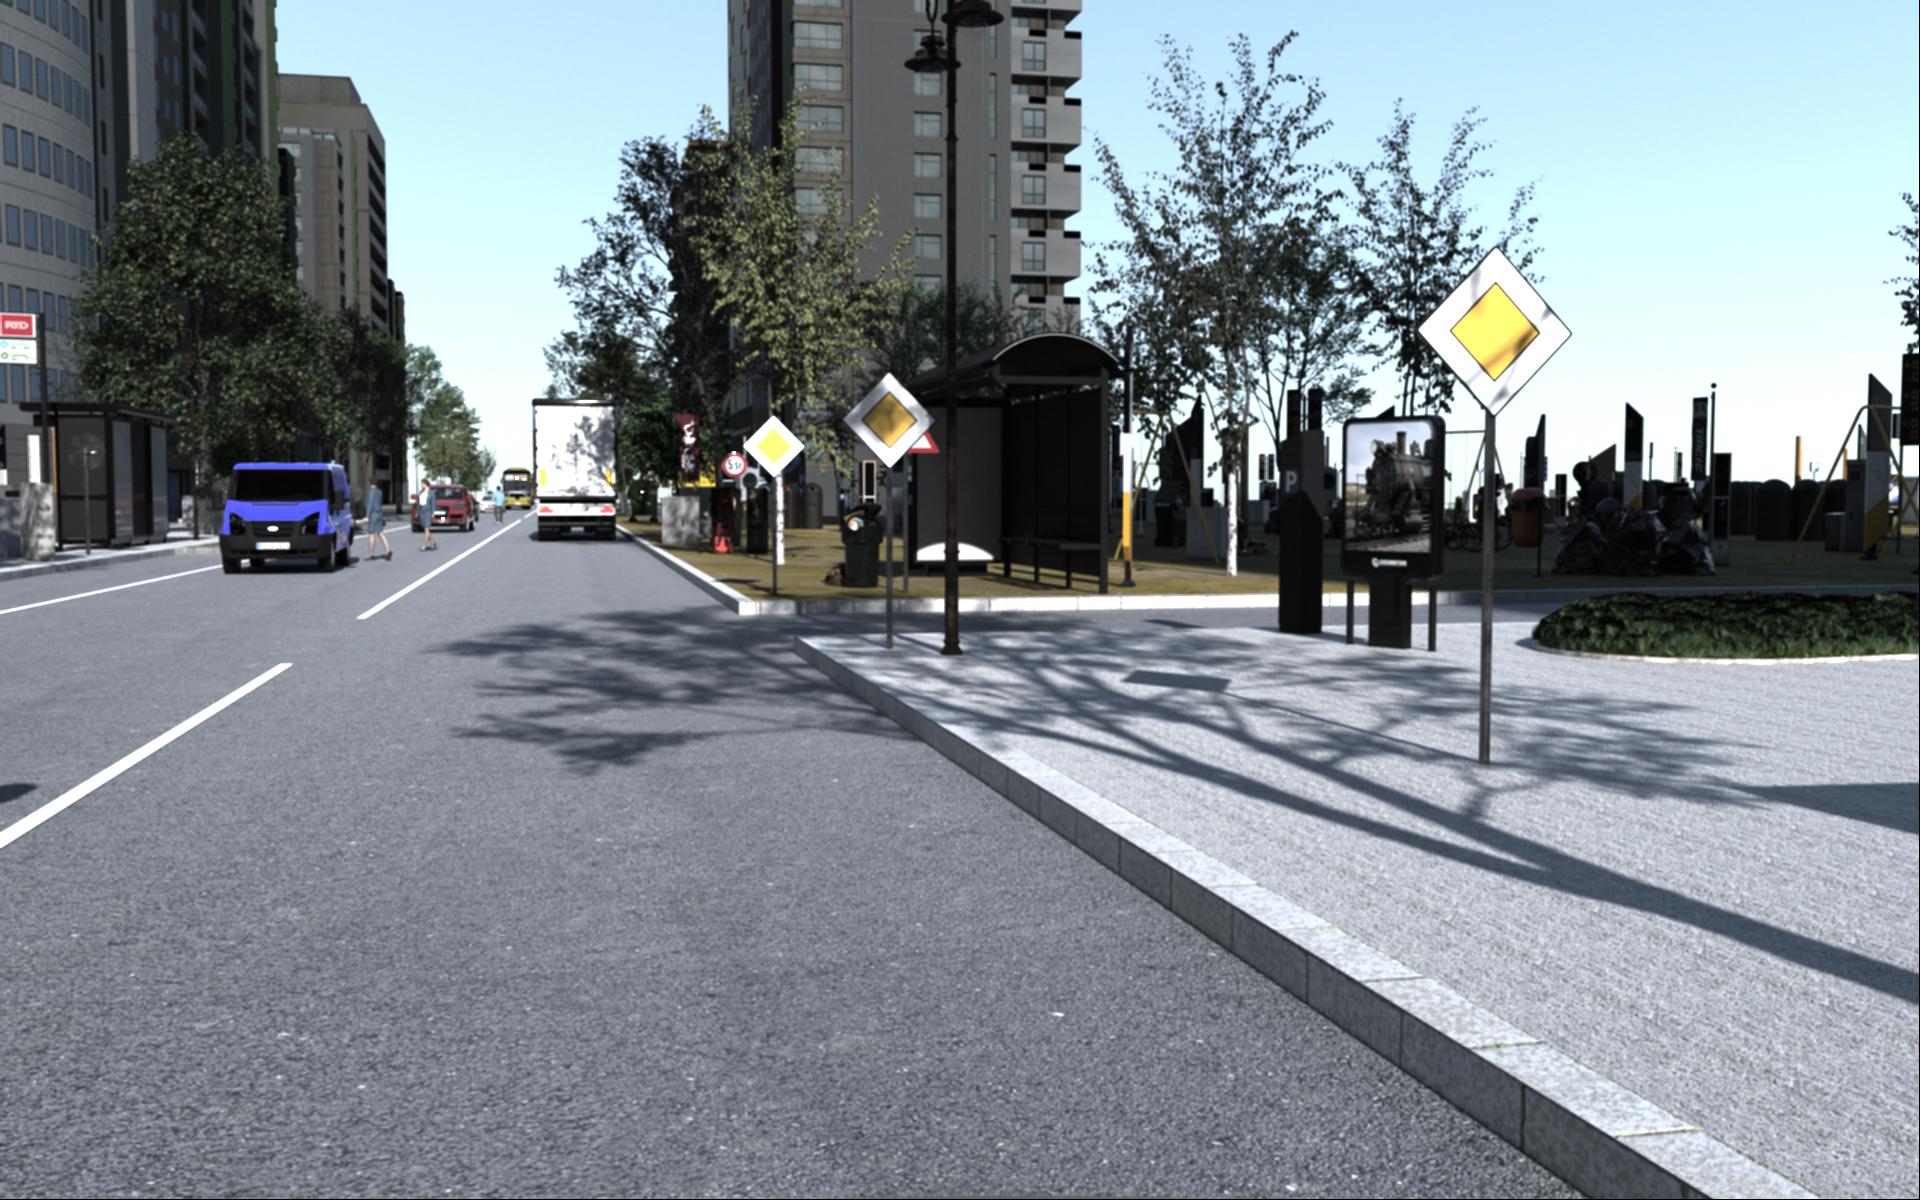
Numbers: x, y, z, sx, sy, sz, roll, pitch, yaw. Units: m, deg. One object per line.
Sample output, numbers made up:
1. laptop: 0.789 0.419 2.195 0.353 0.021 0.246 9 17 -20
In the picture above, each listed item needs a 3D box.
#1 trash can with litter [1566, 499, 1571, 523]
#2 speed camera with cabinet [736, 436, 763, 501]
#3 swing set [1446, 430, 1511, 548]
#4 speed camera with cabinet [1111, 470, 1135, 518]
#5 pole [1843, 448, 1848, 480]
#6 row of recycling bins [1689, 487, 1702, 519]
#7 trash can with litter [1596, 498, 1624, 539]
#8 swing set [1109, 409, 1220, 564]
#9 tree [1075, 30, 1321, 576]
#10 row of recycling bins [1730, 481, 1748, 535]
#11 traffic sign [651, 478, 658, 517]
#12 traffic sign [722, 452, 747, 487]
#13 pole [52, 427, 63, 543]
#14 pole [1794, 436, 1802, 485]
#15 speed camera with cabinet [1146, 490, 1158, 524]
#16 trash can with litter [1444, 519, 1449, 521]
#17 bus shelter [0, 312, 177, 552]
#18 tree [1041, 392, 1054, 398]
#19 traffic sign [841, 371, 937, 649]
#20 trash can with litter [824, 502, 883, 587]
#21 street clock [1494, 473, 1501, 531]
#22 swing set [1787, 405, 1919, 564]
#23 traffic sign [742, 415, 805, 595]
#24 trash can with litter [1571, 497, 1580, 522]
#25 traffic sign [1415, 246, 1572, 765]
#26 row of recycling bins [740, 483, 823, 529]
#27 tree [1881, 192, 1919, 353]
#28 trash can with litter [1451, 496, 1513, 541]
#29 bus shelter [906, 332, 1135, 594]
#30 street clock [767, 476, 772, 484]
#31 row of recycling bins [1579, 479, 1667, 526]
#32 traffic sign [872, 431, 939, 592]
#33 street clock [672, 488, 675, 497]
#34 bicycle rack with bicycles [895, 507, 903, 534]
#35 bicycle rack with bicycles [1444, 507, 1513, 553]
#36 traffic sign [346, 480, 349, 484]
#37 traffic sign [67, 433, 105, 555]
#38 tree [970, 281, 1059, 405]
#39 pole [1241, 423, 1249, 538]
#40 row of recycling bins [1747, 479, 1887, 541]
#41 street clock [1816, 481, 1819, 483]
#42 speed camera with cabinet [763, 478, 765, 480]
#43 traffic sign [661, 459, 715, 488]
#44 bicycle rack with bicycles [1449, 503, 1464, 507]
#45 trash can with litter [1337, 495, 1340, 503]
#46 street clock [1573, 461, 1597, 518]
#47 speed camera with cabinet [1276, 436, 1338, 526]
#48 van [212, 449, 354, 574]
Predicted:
1. trash can with litter: 27.418 -4.070 77.928 0.624 1.170 1.055 -1 4 -21
2. speed camera with cabinet: -7.860 -3.933 58.643 2.038 3.252 0.660 -2 4 -28
3. swing set: 12.098 -2.797 43.348 2.862 2.851 3.119 -3 4 -38
4. speed camera with cabinet: 9.029 -6.042 93.124 0.660 3.252 2.038 -3 4 -37
5. pole: 39.537 -5.110 77.391 0.158 3.312 0.155 0 3 0
6. row of recycling bins: 38.394 -5.028 89.317 3.534 1.692 1.069 -2 4 -25
7. trash can with litter: 16.167 -1.954 43.330 0.624 1.170 1.055 3 5 41
8. swing set: 2.878 -2.111 32.138 3.119 2.851 2.862 -3 4 -37
9. tree: 4.045 -4.687 26.994 4.360 8.622 3.978 0 3 0
10. row of recycling bins: 25.307 -2.968 55.634 1.069 1.692 3.534 3 4 37
11. traffic sign: -14.547 -5.032 82.386 0.768 2.556 0.104 0 4 -8
12. traffic sign: -6.904 -3.241 53.102 0.768 2.556 0.104 -1 4 -12
13. pole: -23.722 -3.162 45.537 0.158 3.312 0.155 0 3 0
14. pole: 29.369 -4.090 60.711 0.158 3.312 0.155 0 3 0
15. speed camera with cabinet: 8.885 -4.950 75.264 0.660 3.252 2.038 3 5 40
16. trash can with litter: 23.603 -4.385 82.757 2.233 1.210 1.678 3 5 39
17. bus shelter: -20.680 -3.879 41.046 2.179 5.291 8.768 -1 4 -13
18. tree: 5.449 -7.378 70.994 4.360 8.622 3.978 0 3 0
19. traffic sign: -0.586 -0.651 14.288 0.795 2.450 0.064 -1 4 -13
20. trash can with litter: -1.527 -0.770 23.977 0.624 1.170 1.055 -3 4 -37
21. street clock: 18.740 -3.424 60.552 0.358 2.002 0.471 1 4 21
22. swing set: 17.031 -2.051 31.151 3.119 2.851 2.862 -2 4 -31
23. traffic sign: -2.371 -1.127 22.072 0.795 2.450 0.064 -1 4 -13
24. trash can with litter: 26.541 -3.773 73.078 1.055 1.170 0.624 0 4 -8
25. traffic sign: 2.490 -0.427 8.161 0.795 2.450 0.064 -1 4 -12
26. row of recycling bins: -6.746 -3.483 64.064 3.534 1.692 1.069 1 4 14
27. tree: 22.937 -5.425 39.064 4.737 8.622 4.395 0 3 0
28. trash can with litter: 14.986 -2.249 47.821 2.233 1.210 1.678 0 4 -6
29. bus shelter: 0.596 -1.861 24.356 2.014 3.302 5.546 -1 4 -13
30. street clock: -7.531 -3.996 69.899 0.471 2.002 0.358 2 4 25
31. row of recycling bins: 18.538 -2.505 48.075 3.534 1.692 1.069 -2 4 -34
32. traffic sign: -0.708 -1.380 22.568 0.884 2.594 0.081 -1 4 -11
33. street clock: -14.876 -5.190 89.430 0.471 2.002 0.358 -3 5 -39
34. bicycle rack with bicycles: -0.683 -2.531 54.767 2.852 0.926 2.925 -1 4 -14
35. bicycle rack with bicycles: 10.985 -1.570 39.051 2.925 0.926 2.852 1 4 16
36. traffic sign: -32.124 -5.487 89.714 0.884 2.594 0.081 0 4 -7
37. traffic sign: -18.280 -2.210 36.246 0.768 2.556 0.104 0 4 -6
38. tree: 1.012 -6.648 59.061 4.737 8.622 4.395 0 3 0
39. pole: 8.223 -3.436 50.025 0.158 3.312 0.155 0 3 0
40. row of recycling bins: 23.840 -2.492 47.853 3.534 1.692 1.069 0 4 -2
41. street clock: 48.650 -5.753 98.632 0.471 2.002 0.358 0 4 0
42. speed camera with cabinet: -10.354 -6.035 93.011 2.038 3.252 0.660 -3 5 -43
43. traffic sign: -10.896 -4.648 69.866 2.265 3.308 0.079 0 4 -5
44. bicycle rack with bicycles: 21.719 -3.706 73.969 2.852 0.926 2.925 2 4 35
45. trash can with litter: 22.101 -5.439 99.985 2.233 1.210 1.678 -2 4 -28
46. street clock: 13.873 -2.075 38.496 0.471 2.002 0.358 3 5 44
47. speed camera with cabinet: 11.849 -3.966 59.182 2.038 3.252 0.660 1 4 11
48. van: -12.762 -1.748 32.962 2.240 2.365 5.245 -1 4 -15
